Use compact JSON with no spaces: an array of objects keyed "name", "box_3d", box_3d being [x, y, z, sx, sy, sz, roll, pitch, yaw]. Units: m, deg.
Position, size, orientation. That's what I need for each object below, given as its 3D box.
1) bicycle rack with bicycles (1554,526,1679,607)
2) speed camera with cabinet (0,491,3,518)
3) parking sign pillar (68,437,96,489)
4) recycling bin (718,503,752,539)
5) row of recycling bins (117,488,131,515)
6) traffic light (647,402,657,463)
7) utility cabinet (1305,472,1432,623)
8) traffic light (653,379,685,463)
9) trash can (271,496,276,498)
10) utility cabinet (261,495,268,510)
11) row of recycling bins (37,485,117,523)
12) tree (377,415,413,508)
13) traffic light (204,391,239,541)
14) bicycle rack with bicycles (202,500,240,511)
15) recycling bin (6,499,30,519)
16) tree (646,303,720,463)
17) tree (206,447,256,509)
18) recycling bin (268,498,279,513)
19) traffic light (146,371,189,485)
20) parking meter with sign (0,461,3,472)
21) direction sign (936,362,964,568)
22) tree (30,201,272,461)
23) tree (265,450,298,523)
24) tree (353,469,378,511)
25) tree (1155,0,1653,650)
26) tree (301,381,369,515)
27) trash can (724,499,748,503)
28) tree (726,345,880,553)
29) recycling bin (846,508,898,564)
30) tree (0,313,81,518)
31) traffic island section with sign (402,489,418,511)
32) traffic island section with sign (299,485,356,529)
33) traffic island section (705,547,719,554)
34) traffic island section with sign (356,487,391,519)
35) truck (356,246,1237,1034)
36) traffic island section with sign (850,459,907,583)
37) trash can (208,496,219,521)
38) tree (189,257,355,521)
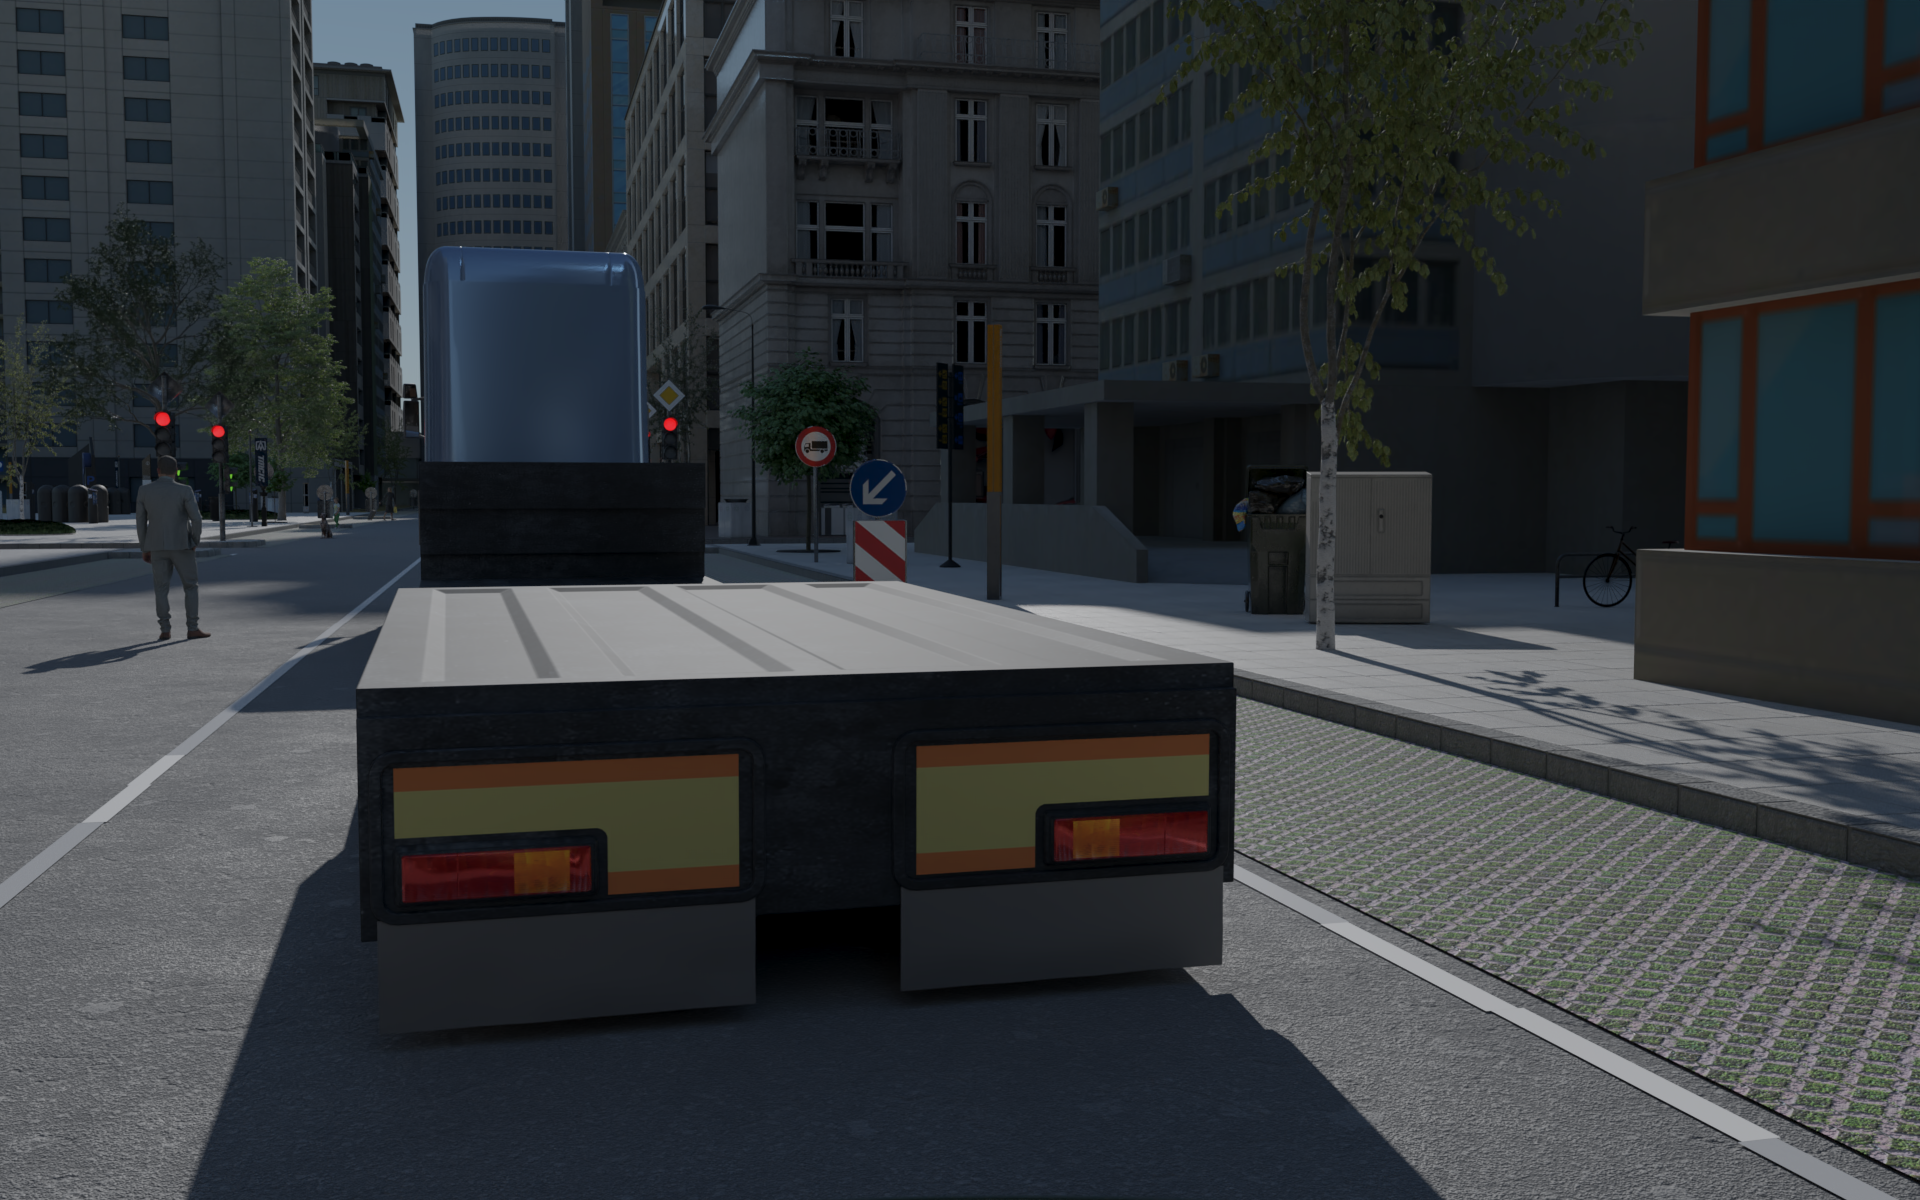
[{"name":"bicycle rack with bicycles","box_3d":[8.096,-0.346,19.041,2.925,0.926,2.852,-1,4,-18]},{"name":"speed camera with cabinet","box_3d":[-48.484,-5.639,86.526,0.660,3.252,2.038,-3,5,-44]},{"name":"parking sign pillar","box_3d":[-40.762,-5.666,81.112,1.447,3.967,1.447,-2,4,-30]},{"name":"recycling bin","box_3d":[-6.542,-2.313,50.366,0.722,1.027,0.722,-3,5,-40]},{"name":"row of recycling bins","box_3d":[-52.972,-6.138,107.469,1.069,1.692,3.534,1,4,19]},{"name":"traffic light","box_3d":[-9.192,-3.750,50.235,0.839,4.253,0.868,-1,4,-15]},{"name":"utility cabinet","box_3d":[4.030,-0.515,17.106,1.173,1.500,0.318,0,4,3]},{"name":"traffic light","box_3d":[-7.146,-3.278,42.515,0.839,4.253,0.868,-1,4,-15]},{"name":"trash can","box_3d":[-44.724,-6.229,113.491,0.748,1.137,0.748,0,3,0]},{"name":"utility cabinet","box_3d":[-41.512,-5.637,103.322,0.306,1.237,1.020,-1,4,-16]},{"name":"row of recycling bins","box_3d":[-39.926,-4.330,77.910,3.534,1.692,1.069,1,4,14]},{"name":"tree","box_3d":[-52.024,-12.733,158.551,4.737,8.622,4.395,0,3,0]},{"name":"traffic light","box_3d":[-20.171,-3.572,47.319,0.839,4.253,0.868,-1,4,-15]},{"name":"bicycle rack with bicycles","box_3d":[-44.253,-5.461,102.667,2.852,0.926,2.925,3,4,38]},{"name":"recycling bin","box_3d":[-44.214,-4.205,81.310,0.722,1.027,0.722,1,4,9]},{"name":"tree","box_3d":[-10.736,-7.069,65.940,4.360,8.622,3.978,0,3,0]},{"name":"tree","box_3d":[-45.992,-7.711,109.791,4.285,4.588,4.351,0,3,0]},{"name":"recycling bin","box_3d":[-42.030,-5.736,106.340,0.722,1.027,0.722,-3,5,-41]},{"name":"traffic light","box_3d":[-18.125,-3.100,39.600,0.839,4.253,0.868,-1,4,-15]},{"name":"parking meter with sign","box_3d":[-51.594,-5.884,92.457,0.543,3.016,1.738,-3,5,-44]},{"name":"direction sign","box_3d":[-0.171,-2.338,30.228,0.379,3.537,0.876,2,4,31]},{"name":"tree","box_3d":[-26.222,-7.446,56.163,7.601,10.594,8.767,-2,4,-30]},{"name":"tree","box_3d":[-30.516,-5.042,77.030,1.663,3.219,1.824,0,3,0]},{"name":"tree","box_3d":[-45.006,-8.387,131.730,1.663,3.219,1.824,0,3,0]},{"name":"tree","box_3d":[3.257,-3.895,14.045,4.737,8.622,4.395,0,3,0]},{"name":"tree","box_3d":[-39.226,-9.652,108.178,4.737,8.622,4.395,0,3,0]},{"name":"trash can","box_3d":[-6.676,-2.448,51.686,0.748,1.137,0.748,0,3,0]},{"name":"tree","box_3d":[-3.441,-3.336,38.263,4.285,4.588,4.351,0,3,0]},{"name":"recycling bin","box_3d":[-1.615,-1.175,31.772,0.722,1.027,0.722,-2,4,-33]},{"name":"tree","box_3d":[-38.507,-7.393,71.241,4.360,8.622,3.978,0,3,0]},{"name":"traffic island section with sign","box_3d":[-46.036,-8.409,146.121,1.989,1.847,2.006,-1,4,-15]},{"name":"traffic island section with sign","box_3d":[-26.510,-3.902,72.433,1.989,1.847,2.006,-1,4,-15]},{"name":"traffic island section","box_3d":[-7.105,-1.245,42.640,2.009,0.180,2.903,-1,4,-15]},{"name":"traffic island section with sign","box_3d":[-33.419,-5.496,98.492,1.989,1.847,2.006,-1,4,-15]},{"name":"truck","box_3d":[-3.009,-1.457,13.574,2.967,4.110,18.799,-1,4,-16]},{"name":"traffic island section with sign","box_3d":[-1.219,-0.720,20.397,1.989,1.847,2.006,-1,4,-15]},{"name":"trash can","box_3d":[-34.937,-4.269,81.456,0.748,1.137,0.748,0,3,0]},{"name":"tree","box_3d":[-33.161,-10.124,83.658,7.486,12.596,7.792,0,3,0]}]
